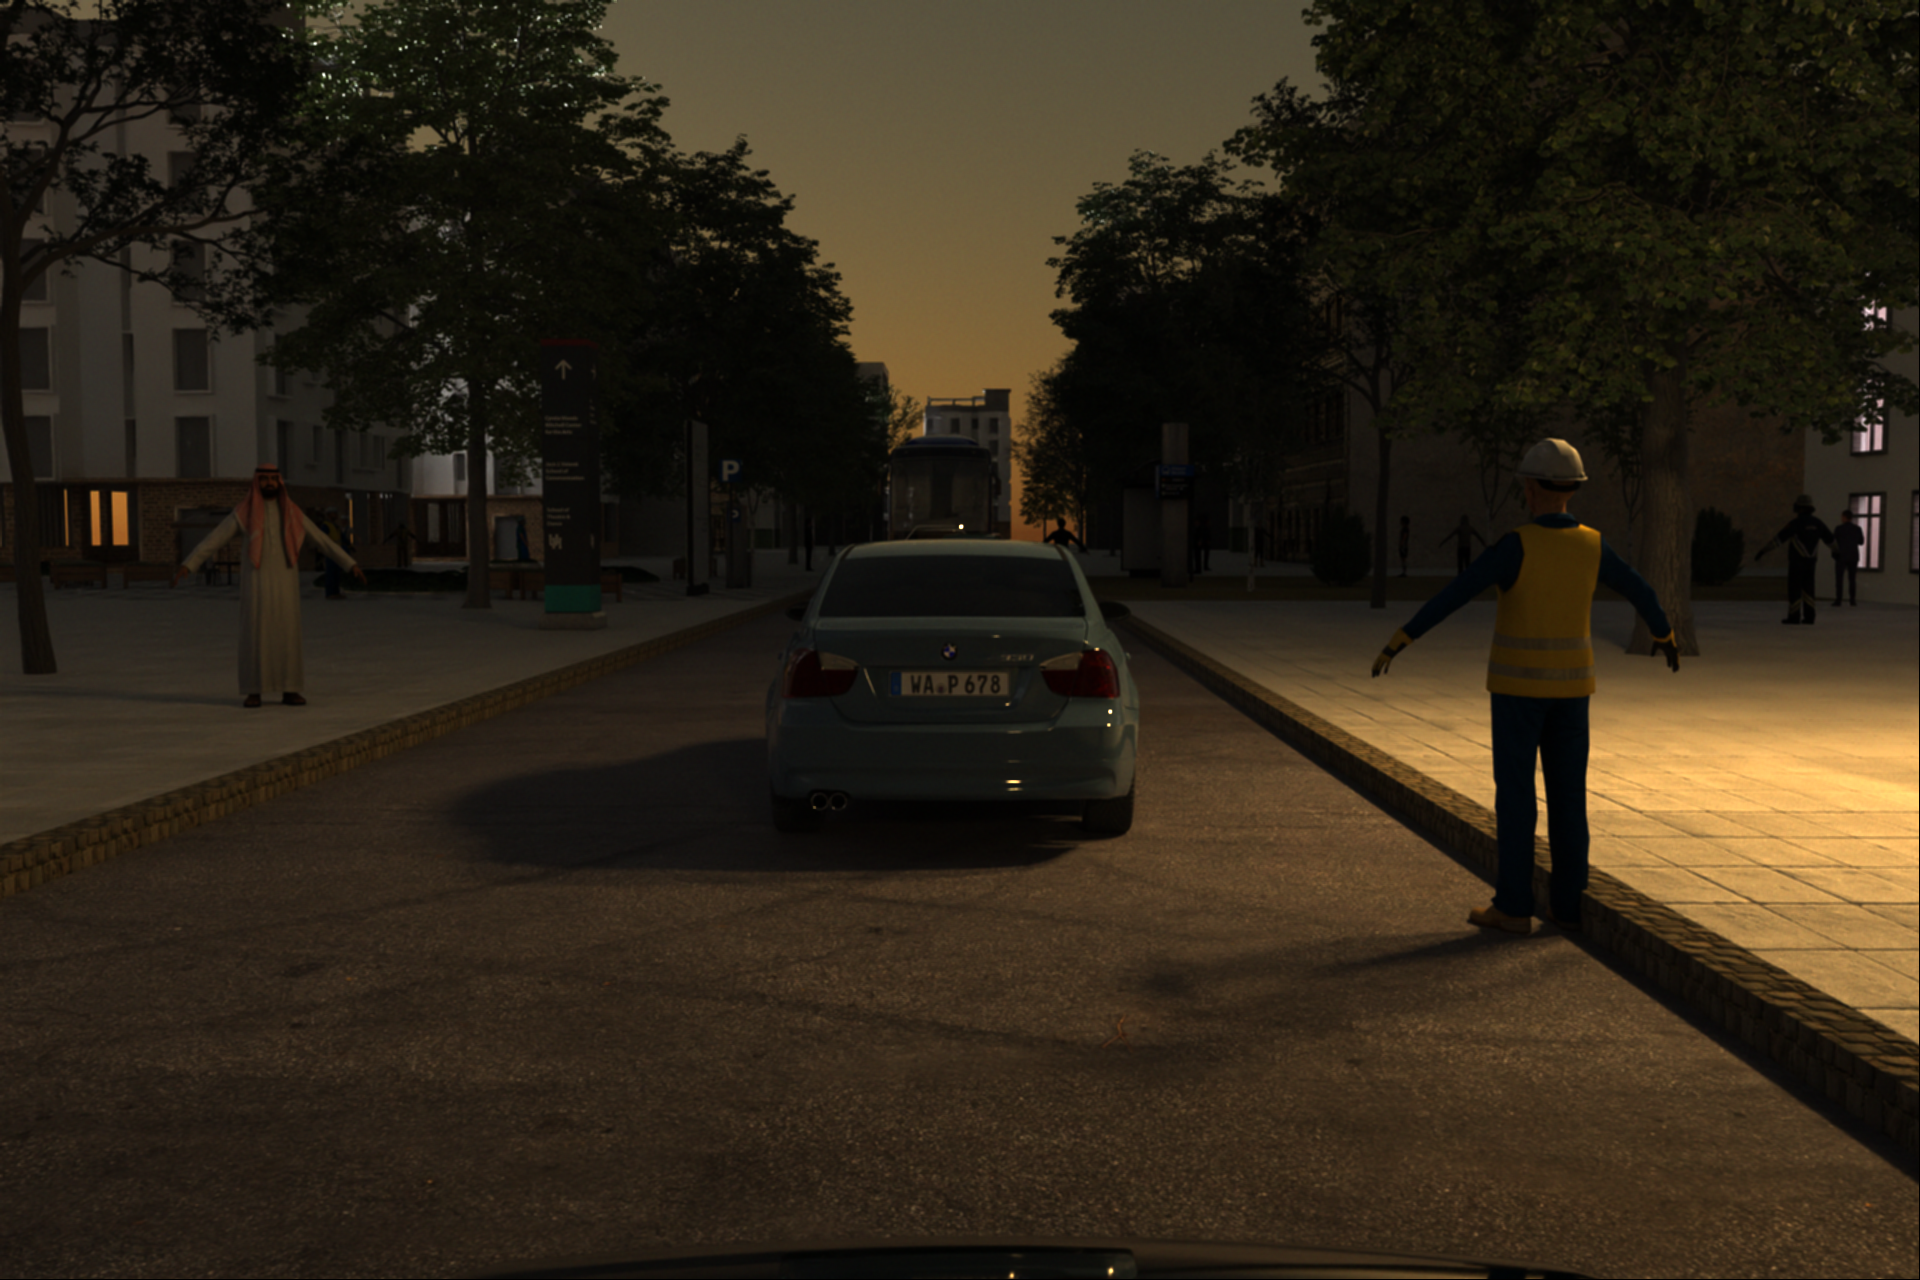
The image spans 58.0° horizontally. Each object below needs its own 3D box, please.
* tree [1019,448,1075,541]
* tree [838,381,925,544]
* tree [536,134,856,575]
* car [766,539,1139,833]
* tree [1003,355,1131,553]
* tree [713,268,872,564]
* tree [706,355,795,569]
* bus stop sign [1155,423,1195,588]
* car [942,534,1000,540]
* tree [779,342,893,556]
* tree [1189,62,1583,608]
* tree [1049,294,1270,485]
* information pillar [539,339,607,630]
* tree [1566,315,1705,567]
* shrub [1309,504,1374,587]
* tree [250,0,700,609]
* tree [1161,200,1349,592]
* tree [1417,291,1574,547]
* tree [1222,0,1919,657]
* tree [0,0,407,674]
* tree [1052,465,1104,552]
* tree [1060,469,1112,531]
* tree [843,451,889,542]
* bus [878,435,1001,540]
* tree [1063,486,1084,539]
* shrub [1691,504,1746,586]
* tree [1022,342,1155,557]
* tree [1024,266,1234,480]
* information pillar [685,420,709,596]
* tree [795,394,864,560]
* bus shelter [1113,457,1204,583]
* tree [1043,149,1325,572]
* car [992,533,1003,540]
[{"bbox_3d":[11.375,-18.683,223.593,7.486,12.596,7.792,0,3,0],"label":"tree"},{"bbox_3d":[-6.432,-11.584,115.151,9.928,11.665,9.643,0,3,0],"label":"tree"},{"bbox_3d":[-8.180,-9.034,54.357,9.857,13.997,8.962,0,3,0],"label":"tree"},{"bbox_3d":[-0.018,0.147,9.599,2.014,1.417,4.499,0,4,1],"label":"car"},{"bbox_3d":[8.098,-12.498,114.719,12.009,13.543,11.850,0,3,0],"label":"tree"},{"bbox_3d":[-7.381,-9.524,73.846,7.486,12.596,7.792,0,3,0],"label":"tree"},{"bbox_3d":[-7.759,-6.947,63.943,4.737,8.622,4.395,0,3,0],"label":"tree"},{"bbox_3d":[5.128,-3.203,41.377,0.837,3.901,0.837,0,4,0],"label":"bus stop sign"},{"bbox_3d":[0.232,-1.607,38.073,2.131,1.459,4.920,0,4,1],"label":"car"},{"bbox_3d":[-7.494,-11.234,101.803,7.486,12.596,7.792,0,3,0],"label":"tree"},{"bbox_3d":[7.590,-5.835,29.821,7.601,10.594,8.767,-1,4,-17],"label":"tree"},{"bbox_3d":[7.838,-8.098,66.810,8.767,10.594,7.601,0,4,-4],"label":"tree"},{"bbox_3d":[-5.232,-2.077,23.331,0.750,3.857,0.750,0,4,1],"label":"information pillar"},{"bbox_3d":[19.619,-6.124,50.490,4.737,8.622,4.395,0,3,0],"label":"tree"},{"bbox_3d":[9.357,-2.327,42.467,1.690,2.028,1.600,0,3,0],"label":"shrub"},{"bbox_3d":[-8.453,-6.848,30.093,7.486,12.596,7.792,0,3,0],"label":"tree"},{"bbox_3d":[6.549,-5.400,38.655,4.360,8.622,3.978,0,3,0],"label":"tree"},{"bbox_3d":[13.444,-5.700,43.556,4.737,8.622,4.395,0,3,0],"label":"tree"},{"bbox_3d":[7.428,-6.807,17.945,9.857,13.997,8.962,0,3,0],"label":"tree"},{"bbox_3d":[-8.777,-4.957,15.464,7.601,10.594,8.767,-2,4,-33],"label":"tree"},{"bbox_3d":[8.343,-10.656,124.592,4.360,8.622,3.978,0,3,0],"label":"tree"},{"bbox_3d":[9.353,-11.079,131.506,4.737,8.622,4.395,0,3,0],"label":"tree"},{"bbox_3d":[-6.967,-11.174,133.051,4.737,8.622,4.395,0,3,0],"label":"tree"},{"bbox_3d":[-0.419,-3.376,46.750,2.896,3.916,12.251,0,4,1],"label":"bus"},{"bbox_3d":[15.360,-17.143,230.651,4.737,8.622,4.395,0,3,0],"label":"tree"},{"bbox_3d":[18.605,-2.357,42.957,1.690,2.028,1.600,0,3,0],"label":"shrub"},{"bbox_3d":[8.717,-11.531,98.894,12.009,13.543,11.850,0,3,0],"label":"tree"},{"bbox_3d":[8.133,-10.326,79.193,12.009,13.543,11.850,0,3,0],"label":"tree"},{"bbox_3d":[-5.542,-2.766,36.536,0.184,3.620,1.656,0,4,2],"label":"information pillar"},{"bbox_3d":[-6.964,-8.226,84.851,4.737,8.622,4.395,0,3,0],"label":"tree"},{"bbox_3d":[5.454,-3.320,48.206,2.014,3.302,5.546,0,4,1],"label":"bus shelter"},{"bbox_3d":[7.268,-9.159,56.409,9.857,13.997,8.962,0,3,0],"label":"tree"},{"bbox_3d":[1.450,-4.954,90.045,2.155,1.783,4.494,0,4,-1],"label":"car"}]
